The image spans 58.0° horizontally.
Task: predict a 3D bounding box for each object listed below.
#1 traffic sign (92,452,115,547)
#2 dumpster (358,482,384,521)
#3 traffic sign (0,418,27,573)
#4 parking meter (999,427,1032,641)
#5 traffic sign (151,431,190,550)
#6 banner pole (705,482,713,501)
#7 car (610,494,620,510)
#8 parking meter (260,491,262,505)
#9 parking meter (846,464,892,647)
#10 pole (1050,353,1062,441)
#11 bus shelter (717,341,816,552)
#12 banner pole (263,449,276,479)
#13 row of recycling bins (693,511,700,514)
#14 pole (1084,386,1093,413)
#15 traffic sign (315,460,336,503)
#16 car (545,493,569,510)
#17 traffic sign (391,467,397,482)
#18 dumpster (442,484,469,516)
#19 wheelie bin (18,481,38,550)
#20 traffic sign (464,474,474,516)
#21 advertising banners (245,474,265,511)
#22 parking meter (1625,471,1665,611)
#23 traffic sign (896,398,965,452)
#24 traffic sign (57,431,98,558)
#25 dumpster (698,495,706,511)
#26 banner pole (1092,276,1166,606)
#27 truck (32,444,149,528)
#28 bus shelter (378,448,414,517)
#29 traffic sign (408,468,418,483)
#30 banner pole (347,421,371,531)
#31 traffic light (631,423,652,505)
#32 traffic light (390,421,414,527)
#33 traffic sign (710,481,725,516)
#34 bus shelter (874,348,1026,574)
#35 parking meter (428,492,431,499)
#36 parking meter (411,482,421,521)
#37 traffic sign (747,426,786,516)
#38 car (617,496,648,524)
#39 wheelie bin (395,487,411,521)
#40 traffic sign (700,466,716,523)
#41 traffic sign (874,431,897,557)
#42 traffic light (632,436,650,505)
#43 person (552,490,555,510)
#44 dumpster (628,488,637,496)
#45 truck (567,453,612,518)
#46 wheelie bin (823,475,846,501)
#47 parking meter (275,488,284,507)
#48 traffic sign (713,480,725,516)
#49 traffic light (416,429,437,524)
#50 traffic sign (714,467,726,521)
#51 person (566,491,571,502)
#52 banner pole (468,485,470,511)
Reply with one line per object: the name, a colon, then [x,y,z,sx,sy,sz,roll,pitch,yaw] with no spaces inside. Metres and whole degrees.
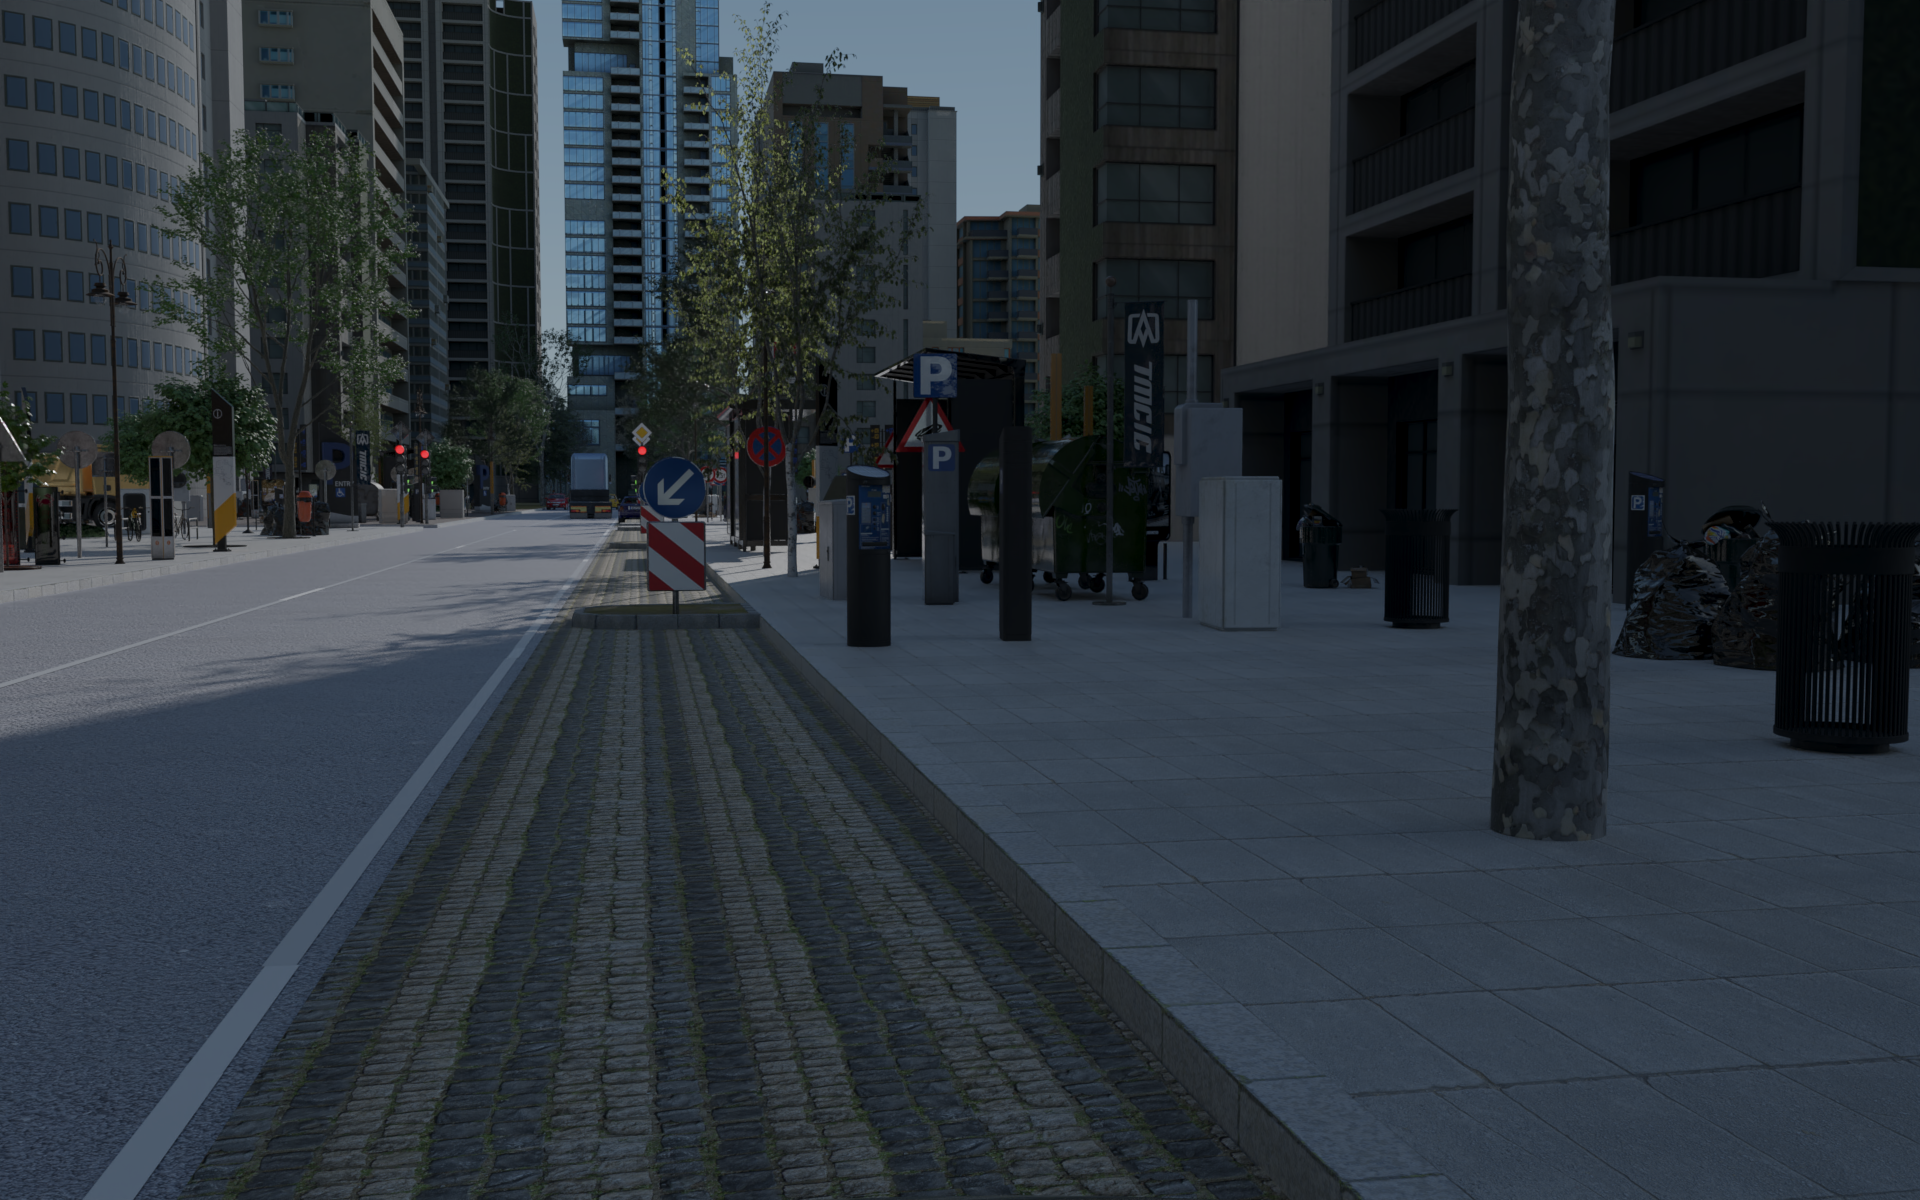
traffic sign: [-20.615,-2.426,41.788,0.606,2.300,0.079,0,4,-8]
dumpster: [-28.136,-4.688,82.403,1.264,1.857,1.865,-1,4,-11]
traffic sign: [-15.674,-1.727,28.248,0.884,2.594,0.081,0,4,-1]
parking meter: [0.488,-0.582,15.230,0.255,1.863,0.399,0,4,-5]
traffic sign: [-15.925,-2.132,34.967,0.768,2.556,0.104,0,4,-3]
banner pole: [-19.643,-8.873,135.087,0.863,3.779,0.401,-2,4,-27]
car: [-32.460,-9.174,160.223,2.015,1.641,3.980,-1,4,-10]
parking meter: [-44.522,-6.256,110.694,0.372,1.533,0.369,0,3,0]
parking meter: [-0.771,-0.380,14.631,0.372,1.533,0.369,0,3,0]
pole: [1.394,-1.920,25.230,0.158,3.312,0.155,0,3,0]
bus shelter: [-4.809,-3.974,42.607,2.179,5.291,8.768,-1,4,-10]
banner pole: [-38.051,-6.461,95.652,0.863,3.779,0.401,-2,4,-30]
row of recycling bins: [-17.637,-6.383,111.479,1.069,1.692,3.534,-2,4,-29]
pole: [2.422,-2.381,32.771,0.158,3.312,0.155,0,3,0]
traffic sign: [-23.495,-3.917,64.144,0.768,2.556,0.104,0,4,-2]
car: [-36.580,-9.067,157.282,2.155,1.783,4.494,-1,4,-10]
traffic sign: [-25.060,-4.729,77.432,0.768,2.556,0.104,0,4,-5]
dumpster: [-29.561,-6.043,101.293,1.502,2.255,1.985,-1,4,-11]
wheelie bin: [-21.726,-1.972,40.156,0.980,1.594,0.693,-2,4,-31]
traffic sign: [-28.564,-6.132,100.357,0.768,2.556,0.104,0,4,-4]
advertising banners: [-40.829,-6.374,100.399,2.074,3.025,0.090,2,4,33]
parking meter: [7.507,-0.646,18.975,0.372,1.533,0.369,0,3,0]
traffic sign: [-0.378,-1.345,21.992,0.884,2.594,0.081,-1,4,-8]
traffic sign: [-17.700,-2.119,34.747,0.768,2.556,0.104,-1,4,-9]
dumpster: [-16.216,-6.158,106.440,1.264,1.857,1.865,-1,4,-10]
banner pole: [1.949,-1.828,19.903,0.863,3.779,0.401,1,4,20]
truck: [-35.019,-4.364,67.274,9.791,3.379,3.469,-1,4,-10]
bus shelter: [-29.111,-6.078,90.652,1.731,3.624,6.357,-1,4,-11]
traffic sign: [-26.510,-5.135,84.057,0.768,2.556,0.104,0,4,-2]
banner pole: [-20.777,-4.271,59.841,0.863,3.779,0.401,-1,4,-20]
traffic light: [-12.509,-4.844,68.118,0.839,4.253,0.868,-1,4,-11]
traffic light: [-21.412,-4.741,66.439,0.839,4.253,0.868,-1,4,-11]
traffic sign: [-14.448,-6.311,103.184,0.884,2.594,0.081,-1,4,-9]
bus shelter: [-0.261,-2.430,31.013,1.731,3.624,6.357,-1,4,-11]
parking meter: [-33.522,-6.163,109.177,0.372,1.533,0.369,0,3,0]
parking meter: [-25.552,-4.626,81.349,0.255,1.863,0.399,3,5,44]
traffic sign: [-3.604,-1.979,32.466,0.768,2.556,0.104,0,4,-1]
car: [-15.827,-4.418,84.813,1.945,1.354,3.894,-1,4,-9]
wheelie bin: [-26.655,-4.568,82.601,0.980,1.594,0.693,2,4,27]
traffic sign: [-11.361,-4.762,77.964,0.768,2.556,0.104,0,4,-4]
traffic sign: [-1.355,-2.165,35.397,0.884,2.594,0.081,-1,4,-10]
traffic light: [-13.980,-5.324,75.966,0.839,4.253,0.868,-1,4,-11]
person: [-37.585,-9.278,160.175,0.705,1.826,1.348,0,4,-8]
dumpster: [-41.949,-13.410,224.203,1.985,2.255,1.502,-1,4,-9]
truck: [-23.292,-7.293,108.997,2.967,4.110,18.799,-1,4,-12]
wheelie bin: [-1.876,-1.281,28.851,0.980,1.594,0.693,3,5,40]
parking meter: [-28.973,-3.996,73.752,0.372,1.533,0.369,0,3,0]
traffic sign: [-14.226,-6.257,102.406,0.768,2.556,0.104,0,4,-2]
traffic light: [-22.884,-5.221,74.288,0.839,4.253,0.868,-1,4,-11]
traffic sign: [-11.212,-4.958,81.176,0.768,2.556,0.104,0,4,-4]
person: [-43.330,-11.265,192.689,1.348,1.823,0.705,1,4,10]
banner pole: [-37.481,-8.667,131.715,0.401,3.779,0.863,-3,5,-43]
